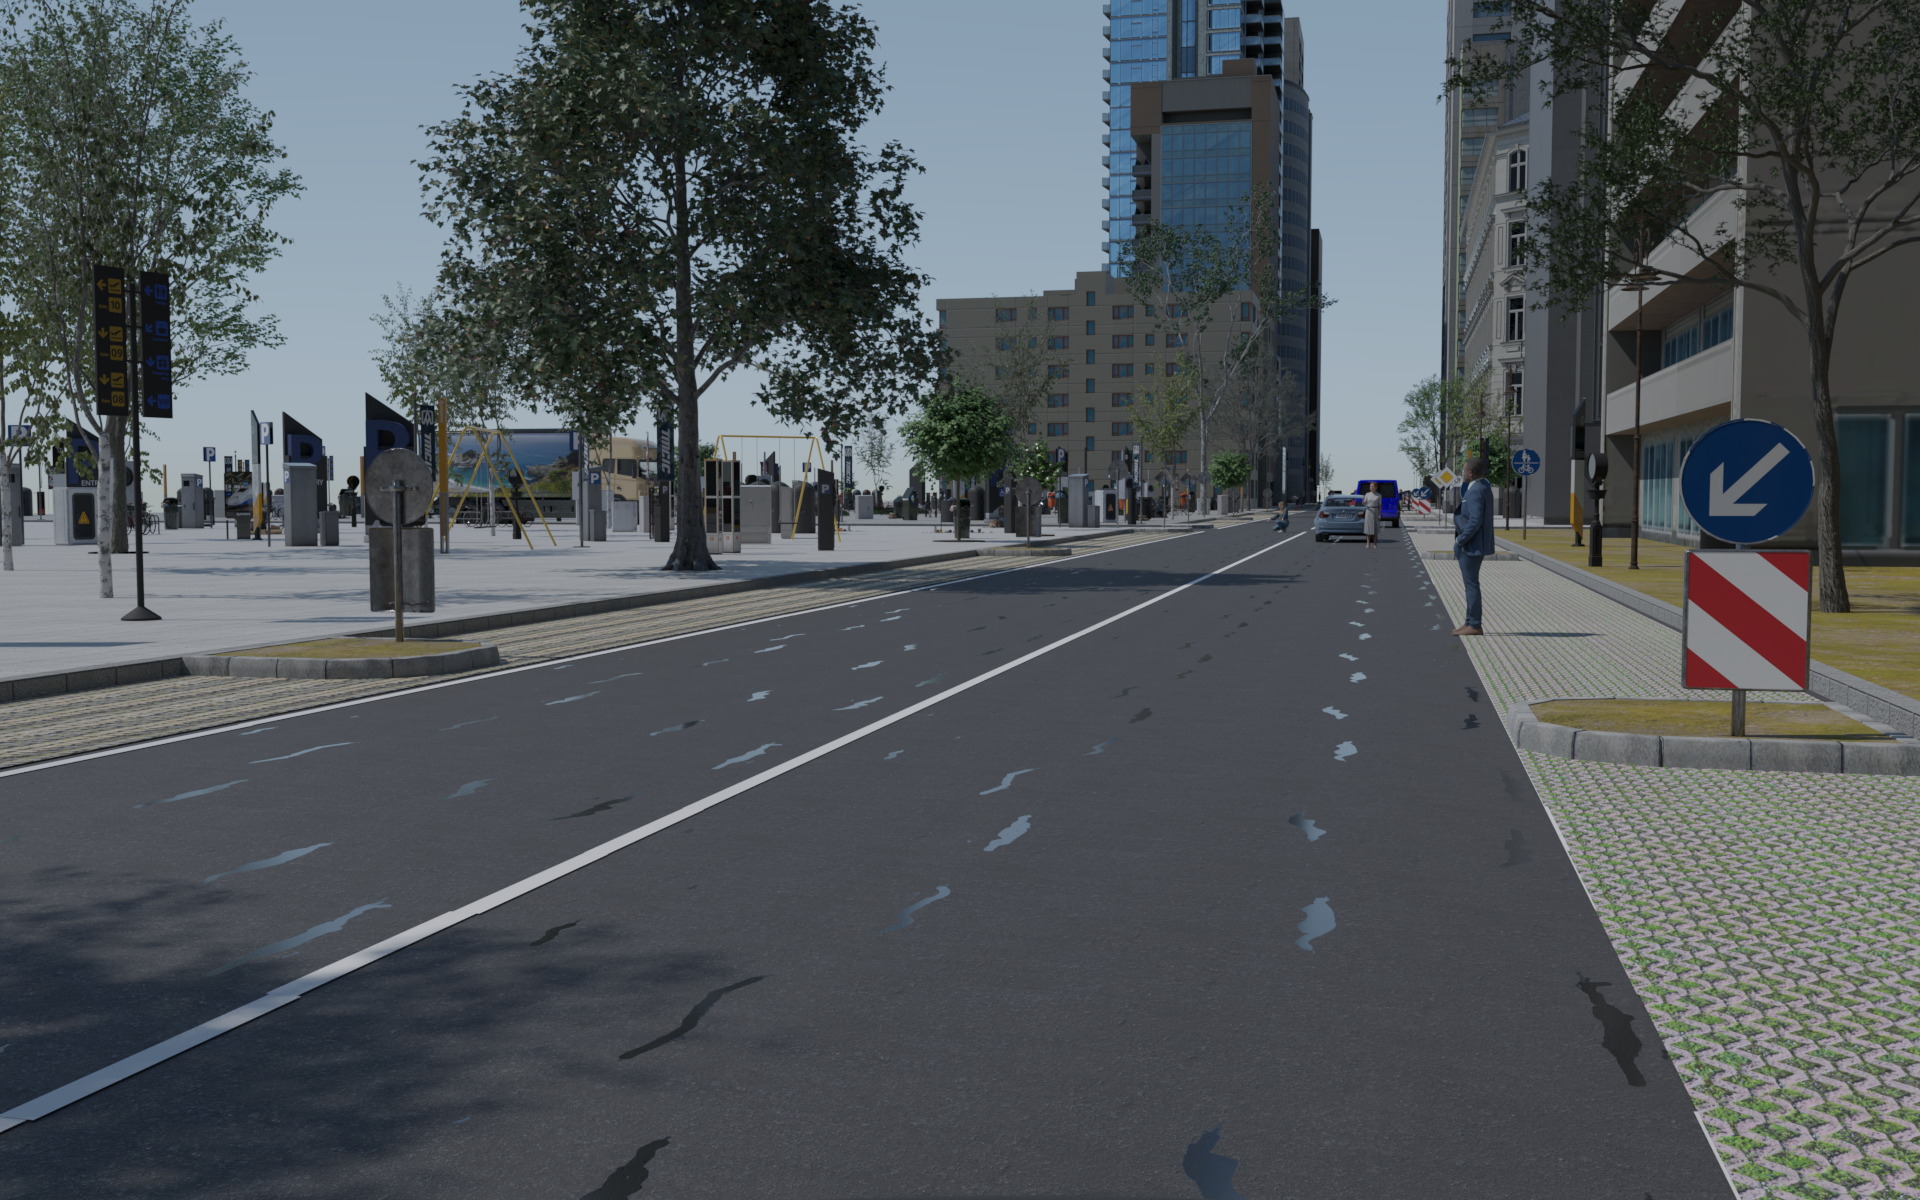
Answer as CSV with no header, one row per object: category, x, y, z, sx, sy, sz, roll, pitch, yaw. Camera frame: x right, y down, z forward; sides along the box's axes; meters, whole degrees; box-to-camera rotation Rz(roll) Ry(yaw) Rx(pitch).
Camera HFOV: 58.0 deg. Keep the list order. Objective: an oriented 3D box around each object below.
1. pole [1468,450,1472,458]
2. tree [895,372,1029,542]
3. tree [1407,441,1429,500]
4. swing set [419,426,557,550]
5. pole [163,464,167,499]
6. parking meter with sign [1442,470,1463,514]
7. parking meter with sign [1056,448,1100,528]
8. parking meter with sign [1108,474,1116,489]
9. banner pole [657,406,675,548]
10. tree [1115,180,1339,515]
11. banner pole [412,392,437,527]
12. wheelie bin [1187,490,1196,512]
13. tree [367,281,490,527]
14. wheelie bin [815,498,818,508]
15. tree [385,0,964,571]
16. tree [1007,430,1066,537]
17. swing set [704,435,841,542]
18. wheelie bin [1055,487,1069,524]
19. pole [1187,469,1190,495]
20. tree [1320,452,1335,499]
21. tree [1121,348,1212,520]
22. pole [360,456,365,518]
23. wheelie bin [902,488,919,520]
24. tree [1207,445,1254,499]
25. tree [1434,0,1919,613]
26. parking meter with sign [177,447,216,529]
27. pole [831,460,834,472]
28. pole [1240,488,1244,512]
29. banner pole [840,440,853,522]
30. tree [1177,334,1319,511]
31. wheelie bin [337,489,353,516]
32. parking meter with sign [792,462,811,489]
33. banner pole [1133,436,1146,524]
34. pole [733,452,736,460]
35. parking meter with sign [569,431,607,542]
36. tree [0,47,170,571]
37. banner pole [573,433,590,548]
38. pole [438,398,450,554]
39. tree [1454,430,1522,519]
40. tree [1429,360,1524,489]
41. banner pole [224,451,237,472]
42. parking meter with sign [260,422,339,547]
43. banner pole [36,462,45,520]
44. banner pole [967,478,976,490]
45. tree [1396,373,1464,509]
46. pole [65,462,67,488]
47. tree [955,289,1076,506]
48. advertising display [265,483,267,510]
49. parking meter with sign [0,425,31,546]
pole,23.719,-5.310,80.661,0.158,3.312,0.155,0,3,0
tree,-0.055,-3.848,46.637,4.285,4.588,4.351,0,3,0
tree,60.482,-16.848,225.823,4.737,8.622,4.395,0,3,0
swing set,-11.352,-2.681,41.457,2.862,2.851,3.119,0,4,-2
pole,-54.627,-7.659,119.061,0.158,3.312,0.155,0,3,0
parking meter with sign,32.520,-7.188,113.780,1.738,3.016,0.543,-2,4,-26
parking meter with sign,4.513,-4.257,65.862,1.738,3.016,0.543,2,4,35
parking meter with sign,11.877,-8.114,128.930,1.738,3.016,0.543,-2,4,-32
banner pole,-6.763,-3.099,40.682,0.863,3.779,0.401,-3,4,-36
tree,16.030,-15.223,104.785,12.611,20.169,13.585,0,3,0
banner pole,-13.200,-3.217,42.616,0.401,3.779,0.863,2,4,31
wheelie bin,16.203,-6.931,121.226,0.693,1.594,0.980,0,4,6
tree,-18.514,-6.731,60.412,4.737,8.622,4.395,0,3,0
wheelie bin,-11.323,-7.715,134.042,0.980,1.594,0.693,-1,4,-19
tree,-4.674,-6.846,28.938,9.611,12.733,9.660,0,3,0
tree,2.486,-3.548,52.606,1.663,3.219,1.824,0,3,0
swing set,-5.240,-2.986,46.434,3.119,2.851,2.862,-2,4,-32
wheelie bin,4.527,-4.105,75.024,0.693,1.594,0.980,1,4,22
pole,18.509,-8.966,140.430,0.158,3.312,0.155,0,3,0
tree,62.997,-21.347,299.389,4.737,8.622,4.395,0,3,0
tree,10.413,-8.332,86.595,4.737,8.622,4.395,0,3,0
pole,-32.064,-6.061,92.946,0.158,3.312,0.155,0,3,0
wheelie bin,-2.416,-4.684,84.483,0.693,1.594,0.980,-3,4,-36
tree,18.165,-8.132,116.669,4.285,4.588,4.351,0,3,0
tree,9.320,-5.160,18.776,8.767,10.594,7.601,-2,4,-35
parking meter with sign,-28.501,-4.162,64.313,1.738,3.016,0.543,1,4,19
pole,-7.643,-6.713,103.597,0.158,3.312,0.155,0,3,0
pole,19.821,-7.820,121.696,0.158,3.312,0.155,0,3,0
banner pole,-5.196,-5.427,78.752,0.863,3.779,0.401,3,4,36
tree,21.995,-13.533,131.631,12.009,13.543,11.850,0,3,0
wheelie bin,-35.696,-5.678,100.748,0.693,1.594,0.980,2,4,32
parking meter with sign,-8.930,-6.087,95.782,0.543,3.016,1.738,-3,5,-39
banner pole,7.668,-5.166,74.476,0.401,3.779,0.863,-2,4,-31
pole,-10.831,-5.468,83.248,0.158,3.312,0.155,0,3,0
parking meter with sign,-10.113,-3.124,47.334,0.543,3.016,1.738,-2,4,-31
tree,-15.724,-4.793,28.726,4.737,8.622,4.395,0,3,0
banner pole,-8.960,-3.135,41.274,0.401,3.779,0.863,-2,4,-31
pole,-11.047,-2.643,37.049,0.158,3.312,0.155,0,3,0
tree,26.961,-6.407,88.475,4.285,4.588,4.351,0,3,0
tree,28.478,-8.816,94.503,4.737,8.622,4.395,0,3,0
banner pole,-42.015,-6.724,99.953,0.863,3.779,0.401,-2,4,-35
parking meter with sign,-16.180,-2.829,42.523,0.543,3.016,1.738,3,5,44
banner pole,-45.837,-5.892,86.346,0.401,3.779,0.863,-1,4,-18
banner pole,0.787,-8.356,126.640,0.863,3.779,0.401,0,4,7
tree,40.918,-13.545,147.221,9.928,11.665,9.643,0,3,0
pole,-56.893,-7.119,110.234,0.158,3.312,0.155,0,3,0
tree,1.909,-6.804,61.610,4.360,8.622,3.978,0,3,0
advertising display,-40.657,-5.872,101.214,0.123,1.923,0.974,-1,4,-10
parking meter with sign,-23.651,-2.849,42.846,0.543,3.016,1.738,0,4,-1
